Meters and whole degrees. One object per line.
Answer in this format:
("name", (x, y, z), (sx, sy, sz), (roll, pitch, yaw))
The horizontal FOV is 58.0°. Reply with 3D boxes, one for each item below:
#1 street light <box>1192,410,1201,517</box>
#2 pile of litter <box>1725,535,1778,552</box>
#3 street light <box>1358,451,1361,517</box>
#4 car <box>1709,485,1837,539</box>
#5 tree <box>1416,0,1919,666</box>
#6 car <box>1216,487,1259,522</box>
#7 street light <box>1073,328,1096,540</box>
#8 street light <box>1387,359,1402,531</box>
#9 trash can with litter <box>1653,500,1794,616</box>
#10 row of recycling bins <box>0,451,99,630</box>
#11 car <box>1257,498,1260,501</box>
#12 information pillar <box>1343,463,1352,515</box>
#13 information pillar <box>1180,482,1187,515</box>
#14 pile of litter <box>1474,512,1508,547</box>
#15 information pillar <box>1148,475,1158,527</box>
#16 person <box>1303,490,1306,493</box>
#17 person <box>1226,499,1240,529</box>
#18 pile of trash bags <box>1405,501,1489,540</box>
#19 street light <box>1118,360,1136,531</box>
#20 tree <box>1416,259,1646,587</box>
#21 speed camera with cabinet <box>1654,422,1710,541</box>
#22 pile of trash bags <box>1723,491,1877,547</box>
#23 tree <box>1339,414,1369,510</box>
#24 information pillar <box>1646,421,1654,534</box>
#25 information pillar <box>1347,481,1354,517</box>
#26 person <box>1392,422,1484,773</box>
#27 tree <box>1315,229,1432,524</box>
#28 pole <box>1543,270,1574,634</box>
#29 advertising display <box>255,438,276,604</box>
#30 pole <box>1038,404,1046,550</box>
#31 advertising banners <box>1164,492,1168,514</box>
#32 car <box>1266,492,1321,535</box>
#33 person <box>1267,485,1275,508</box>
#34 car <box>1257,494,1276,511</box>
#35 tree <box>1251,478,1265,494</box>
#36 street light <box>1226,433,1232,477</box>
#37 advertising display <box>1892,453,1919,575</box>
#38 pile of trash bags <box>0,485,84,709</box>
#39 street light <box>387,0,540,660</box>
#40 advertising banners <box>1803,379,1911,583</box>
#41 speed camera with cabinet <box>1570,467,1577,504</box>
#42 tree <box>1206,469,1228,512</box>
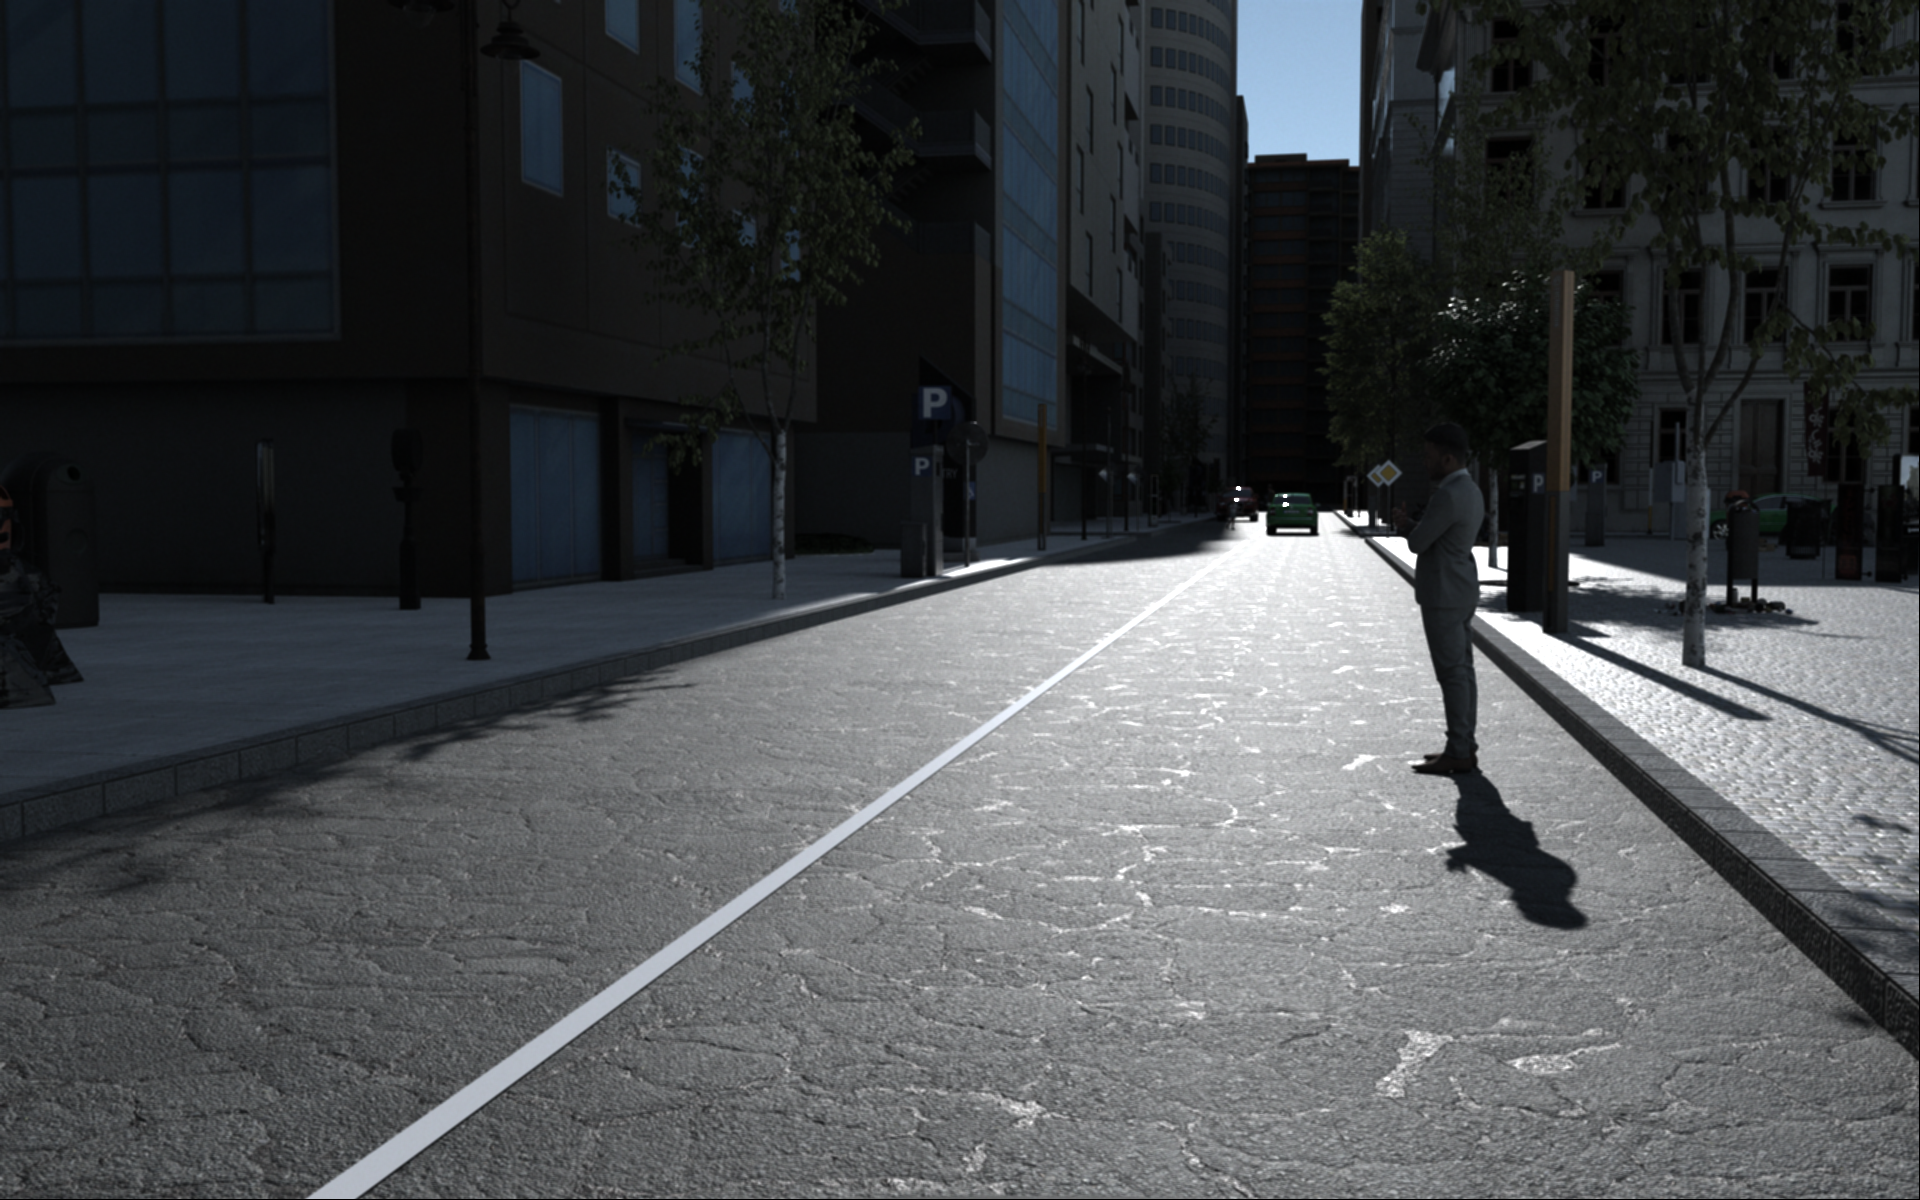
("street light", (12.964, -7.474, 94.991), (0.468, 5.910, 1.993), (1, 4, 11))
("pile of litter", (17.941, -1.546, 39.235), (1.719, 0.858, 1.176), (-3, 5, -44))
("street light", (21.998, -7.493, 95.299), (0.468, 5.910, 1.993), (1, 4, 11))
("car", (23.842, -2.588, 51.106), (4.718, 1.807, 1.959), (1, 4, 13))
("tree", (5.393, -3.802, 12.527), (4.737, 8.622, 4.395), (0, 3, 0))
("car", (14.811, -5.114, 92.294), (2.281, 1.827, 5.304), (1, 4, 12))
("street light", (3.471, -4.617, 48.277), (0.468, 5.910, 1.993), (1, 4, 11))
("street light", (14.845, -5.294, 59.338), (0.468, 5.910, 1.993), (1, 4, 11))
("trash can with litter", (8.299, -0.489, 19.050), (2.233, 1.210, 1.678), (-3, 4, -36))
("row of recycling bins", (-9.774, -0.527, 15.726), (1.069, 1.692, 3.534), (3, 5, 43))
("car", (29.318, -9.331, 164.358), (2.131, 1.459, 4.920), (1, 4, 12))
("information pillar", (24.265, -7.165, 108.505), (0.504, 3.616, 0.183), (1, 4, 9))
("information pillar", (13.948, -6.328, 107.953), (0.304, 2.012, 0.304), (3, 4, 38))
("pile of litter", (13.195, -1.767, 42.856), (1.719, 0.858, 1.176), (-1, 4, -15))
("information pillar", (7.517, -3.849, 67.416), (0.304, 2.012, 0.304), (-1, 4, -14))
("person", (29.855, -8.658, 150.190), (0.705, 1.807, 1.348), (1, 4, 13))
("person", (11.165, -3.503, 70.794), (0.505, 1.210, 0.382), (-1, 4, -16))
("pile of trash bags", (14.127, -2.313, 47.566), (3.447, 1.369, 1.912), (-1, 4, -9))
("street light", (5.769, -5.328, 59.900), (0.468, 5.910, 1.993), (1, 4, 11))
("tree", (8.096, -2.495, 24.506), (4.285, 4.588, 4.351), (0, 3, 0))
("speed camera with cabinet", (20.185, -3.305, 48.375), (2.038, 3.252, 0.660), (-3, 4, -38))
("pile of trash bags", (20.818, -2.033, 42.999), (3.447, 1.369, 1.912), (1, 4, 22))
("tree", (31.198, -11.315, 135.359), (4.360, 8.622, 3.978), (0, 3, 0))
("information pillar", (22.114, -3.919, 55.429), (0.183, 3.616, 0.504), (1, 4, 22))
("information pillar", (21.689, -5.615, 96.302), (0.304, 2.012, 0.304), (2, 4, 24))
("person", (2.493, -0.023, 9.059), (0.466, 1.800, 0.511), (1, 4, 16))
("tree", (18.796, -9.584, 74.828), (7.486, 12.596, 7.792), (0, 3, 0))
("pole", (5.506, -1.351, 15.928), (0.158, 3.312, 0.155), (0, 3, 0))
("advertising display", (-8.220, -0.936, 20.513), (0.123, 1.923, 0.974), (-2, 4, -27))
("pole", (1.867, -2.784, 39.366), (0.158, 3.312, 0.155), (0, 3, 0))
("advertising banners", (12.994, -6.895, 108.919), (0.090, 3.025, 2.074), (0, 4, -3))
("car", (12.035, -3.290, 62.584), (1.959, 1.807, 4.718), (1, 4, 12))
("person", (13.696, -4.141, 76.122), (0.836, 1.842, 0.656), (-3, 5, -39))
("car", (27.029, -8.662, 151.413), (2.009, 1.686, 4.222), (1, 4, 13))
("tree", (34.181, -12.499, 198.967), (1.663, 3.219, 1.824), (0, 3, 0))
("street light", (20.166, -9.608, 129.881), (0.468, 5.910, 1.993), (1, 4, 11))
("advertising display", (15.106, -1.363, 27.502), (0.974, 1.923, 0.123), (-2, 4, -33))
("pile of trash bags", (-6.823, -0.104, 11.459), (1.912, 1.369, 3.447), (-1, 4, -18))
("street light", (-3.737, -2.476, 13.267), (0.468, 5.910, 1.993), (1, 4, 11))
("advertising banners", (13.319, -1.813, 25.835), (0.090, 3.025, 2.074), (-1, 4, -16))
("speed camera with cabinet", (18.835, -3.771, 55.995), (2.038, 3.252, 0.660), (1, 4, 11))
("tree", (17.785, -7.807, 122.245), (1.663, 3.219, 1.824), (0, 3, 0))
